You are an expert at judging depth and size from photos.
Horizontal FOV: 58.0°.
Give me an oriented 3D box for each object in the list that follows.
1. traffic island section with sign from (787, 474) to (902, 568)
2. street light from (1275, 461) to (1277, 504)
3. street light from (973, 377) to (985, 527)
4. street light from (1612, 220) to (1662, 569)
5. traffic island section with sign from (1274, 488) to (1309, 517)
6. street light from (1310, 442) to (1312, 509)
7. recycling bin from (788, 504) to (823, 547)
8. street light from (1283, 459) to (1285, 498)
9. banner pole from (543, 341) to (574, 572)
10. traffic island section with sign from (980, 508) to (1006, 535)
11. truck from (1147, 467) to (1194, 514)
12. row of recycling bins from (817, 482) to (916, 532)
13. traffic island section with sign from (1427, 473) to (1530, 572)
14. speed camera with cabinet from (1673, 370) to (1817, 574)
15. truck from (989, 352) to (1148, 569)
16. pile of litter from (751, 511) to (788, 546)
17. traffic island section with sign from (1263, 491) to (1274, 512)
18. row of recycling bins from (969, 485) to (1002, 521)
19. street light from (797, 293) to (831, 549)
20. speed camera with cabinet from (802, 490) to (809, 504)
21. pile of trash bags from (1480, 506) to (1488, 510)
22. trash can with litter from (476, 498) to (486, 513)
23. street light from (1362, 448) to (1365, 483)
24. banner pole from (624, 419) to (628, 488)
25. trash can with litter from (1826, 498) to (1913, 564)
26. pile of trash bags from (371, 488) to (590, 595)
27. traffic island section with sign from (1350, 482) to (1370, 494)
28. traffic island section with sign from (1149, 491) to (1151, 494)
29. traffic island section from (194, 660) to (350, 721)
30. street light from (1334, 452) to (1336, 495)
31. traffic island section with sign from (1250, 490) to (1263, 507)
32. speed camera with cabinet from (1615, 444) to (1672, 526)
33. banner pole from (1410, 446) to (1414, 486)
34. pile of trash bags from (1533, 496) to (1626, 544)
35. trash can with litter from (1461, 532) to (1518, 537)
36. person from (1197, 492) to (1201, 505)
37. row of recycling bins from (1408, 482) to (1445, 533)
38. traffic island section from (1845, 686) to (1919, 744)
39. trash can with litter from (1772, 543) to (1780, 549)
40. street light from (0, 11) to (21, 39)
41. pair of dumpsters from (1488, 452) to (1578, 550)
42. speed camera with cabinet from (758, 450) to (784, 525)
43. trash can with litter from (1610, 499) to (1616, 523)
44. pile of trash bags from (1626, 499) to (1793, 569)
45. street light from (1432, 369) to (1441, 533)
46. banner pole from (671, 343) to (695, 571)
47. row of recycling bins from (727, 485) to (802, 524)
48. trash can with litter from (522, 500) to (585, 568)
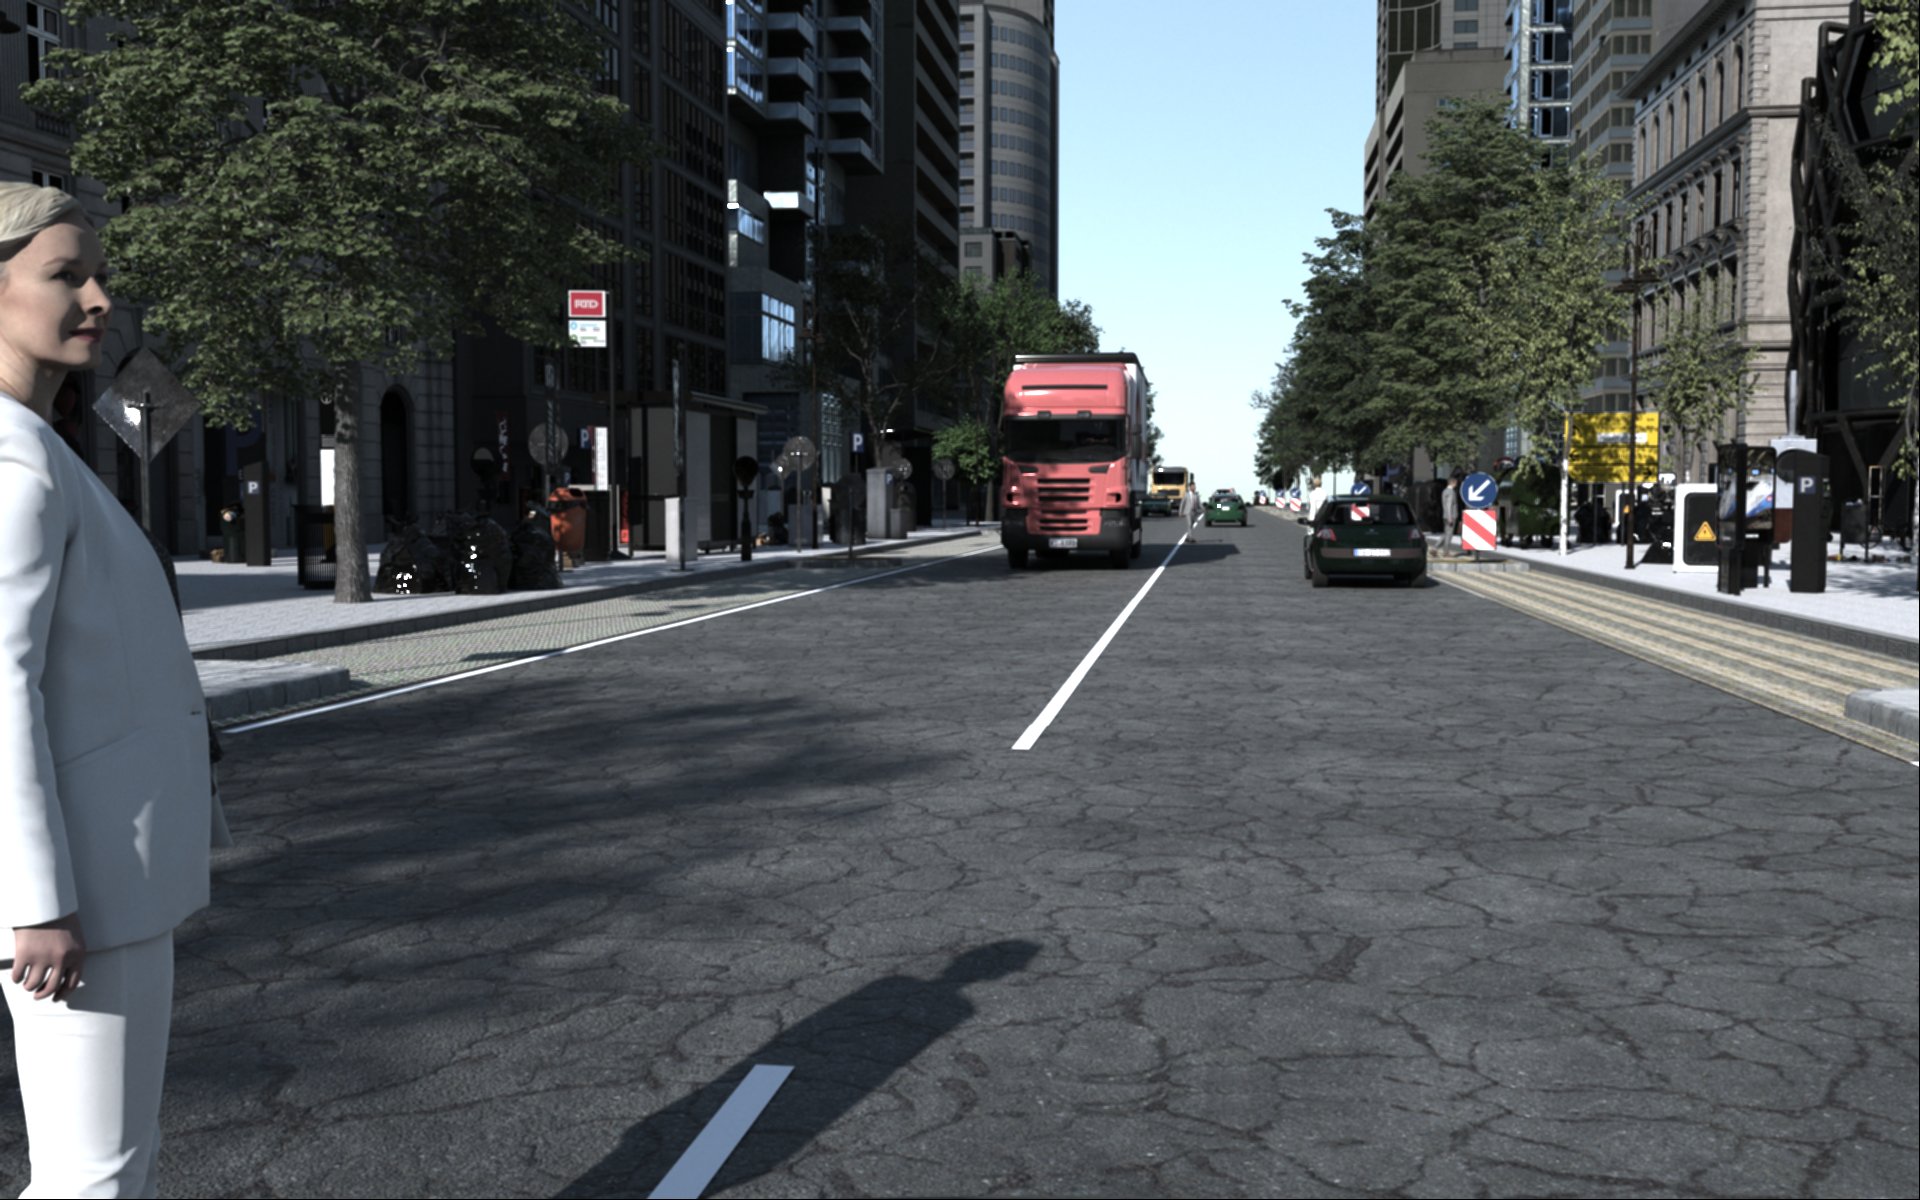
[{"bbox_3d":[-2.213,-1.563,34.177,1.989,1.847,2.006,1,4,8],"label":"traffic island section with sign"},{"bbox_3d":[39.231,-14.803,214.820,0.468,5.910,1.993,1,4,8],"label":"street light"},{"bbox_3d":[0.667,-5.746,66.729,0.468,5.910,1.993,1,4,8],"label":"street light"},{"bbox_3d":[11.505,-3.473,29.570,0.468,5.910,1.993,1,4,8],"label":"street light"},{"bbox_3d":[20.970,-6.140,109.012,1.989,1.847,2.006,1,4,8],"label":"traffic island section with sign"},{"bbox_3d":[26.783,-9.740,132.038,0.468,5.910,1.993,1,4,8],"label":"street light"},{"bbox_3d":[-3.797,-1.839,42.619,0.722,1.027,0.722,1,4,10],"label":"recycling bin"},{"bbox_3d":[35.114,-13.158,187.921,0.468,5.910,1.993,1,4,8],"label":"street light"},{"bbox_3d":[-6.597,-2.333,28.170,0.401,3.779,0.863,0,4,7],"label":"banner pole"},{"bbox_3d":[1.807,-3.213,61.162,1.989,1.847,2.006,1,4,8],"label":"traffic island section with sign"},{"bbox_3d":[15.161,-7.909,125.231,3.469,3.379,9.791,0,4,8],"label":"truck"},{"bbox_3d":[-3.194,-3.185,59.193,3.534,1.692,1.069,1,4,14],"label":"row of recycling bins"},{"bbox_3d":[9.571,-1.473,32.704,1.989,1.847,2.006,1,4,8],"label":"traffic island section with sign"},{"bbox_3d":[12.608,-2.049,27.843,2.038,3.252,0.660,1,4,22],"label":"speed camera with cabinet"},{"bbox_3d":[2.572,-2.922,36.685,2.839,4.237,11.283,0,4,8],"label":"truck"},{"bbox_3d":[-4.894,-1.821,43.732,1.176,0.858,1.719,2,4,24],"label":"pile of litter"},{"bbox_3d":[24.960,-7.773,135.715,1.989,1.847,2.006,1,4,8],"label":"traffic island section with sign"},{"bbox_3d":[1.581,-4.678,83.591,1.069,1.692,3.534,-2,4,-30],"label":"row of recycling bins"},{"bbox_3d":[-3.355,-4.111,39.995,0.468,5.910,1.993,1,4,8],"label":"street light"},{"bbox_3d":[-7.687,-5.096,77.654,2.038,3.252,0.660,2,4,23],"label":"speed camera with cabinet"},{"bbox_3d":[22.048,-3.741,70.915,1.912,1.369,3.447,2,4,33],"label":"pile of trash bags"},{"bbox_3d":[-11.245,-1.879,41.775,1.678,1.210,2.233,1,4,9],"label":"trash can with litter"},{"bbox_3d":[19.489,-6.779,83.623,0.468,5.910,1.993,1,4,8],"label":"street light"},{"bbox_3d":[-9.219,-3.541,47.910,0.401,3.779,0.863,0,4,-5],"label":"banner pole"},{"bbox_3d":[17.177,-1.320,32.639,1.678,1.210,2.233,-2,4,-32],"label":"trash can with litter"},{"bbox_3d":[-6.212,-0.844,23.546,1.912,1.369,3.447,2,4,24],"label":"pile of trash bags"},{"bbox_3d":[13.555,-3.106,59.404,1.989,1.847,2.006,1,4,8],"label":"traffic island section with sign"},{"bbox_3d":[21.424,-11.243,192.456,1.989,1.847,2.006,1,4,8],"label":"traffic island section with sign"},{"bbox_3d":[-5.553,0.638,11.845,2.009,0.180,2.903,1,4,8],"label":"traffic island section"},{"bbox_3d":[22.799,-8.105,105.299,0.468,5.910,1.993,1,4,8],"label":"street light"},{"bbox_3d":[33.076,-11.099,190.102,1.989,1.847,2.006,1,4,8],"label":"traffic island section with sign"},{"bbox_3d":[27.055,-4.534,68.474,2.038,3.252,0.660,3,4,37],"label":"speed camera with cabinet"},{"bbox_3d":[19.881,-5.271,76.204,0.401,3.779,0.863,2,4,26],"label":"banner pole"},{"bbox_3d":[16.718,-2.207,45.839,1.912,1.369,3.447,-3,5,-45],"label":"pile of trash bags"},{"bbox_3d":[15.902,-2.496,51.867,2.233,1.210,1.678,-1,4,-14],"label":"trash can with litter"},{"bbox_3d":[31.336,-13.366,227.569,0.750,1.759,0.617,0,4,-8],"label":"person"},{"bbox_3d":[15.920,-3.190,59.275,1.069,1.692,3.534,0,4,7],"label":"row of recycling bins"},{"bbox_3d":[6.505,0.748,10.046,2.009,0.180,2.903,1,4,8],"label":"traffic island section"},{"bbox_3d":[18.762,-1.772,40.353,0.624,1.170,1.055,1,4,13],"label":"trash can with litter"},{"bbox_3d":[-7.450,-2.427,12.464,0.468,5.910,1.993,1,4,8],"label":"street light"},{"bbox_3d":[13.687,-2.402,41.760,1.574,2.255,4.437,1,4,8],"label":"pair of dumpsters"},{"bbox_3d":[-8.373,-4.800,72.812,0.660,3.252,2.038,2,4,33],"label":"speed camera with cabinet"},{"bbox_3d":[28.770,-3.941,75.821,1.055,1.170,0.624,-2,4,-34],"label":"trash can with litter"},{"bbox_3d":[13.742,-1.292,30.875,1.912,1.369,3.447,-1,4,-9],"label":"pile of trash bags"},{"bbox_3d":[15.472,-5.109,56.312,0.468,5.910,1.993,1,4,8],"label":"street light"},{"bbox_3d":[-4.653,-2.363,28.657,0.401,3.779,0.863,0,4,3],"label":"banner pole"},{"bbox_3d":[-8.557,-4.202,75.819,3.534,1.692,1.069,1,4,15],"label":"row of recycling bins"},{"bbox_3d":[-7.066,-1.148,30.159,1.055,1.170,0.624,0,4,8],"label":"trash can with litter"}]
